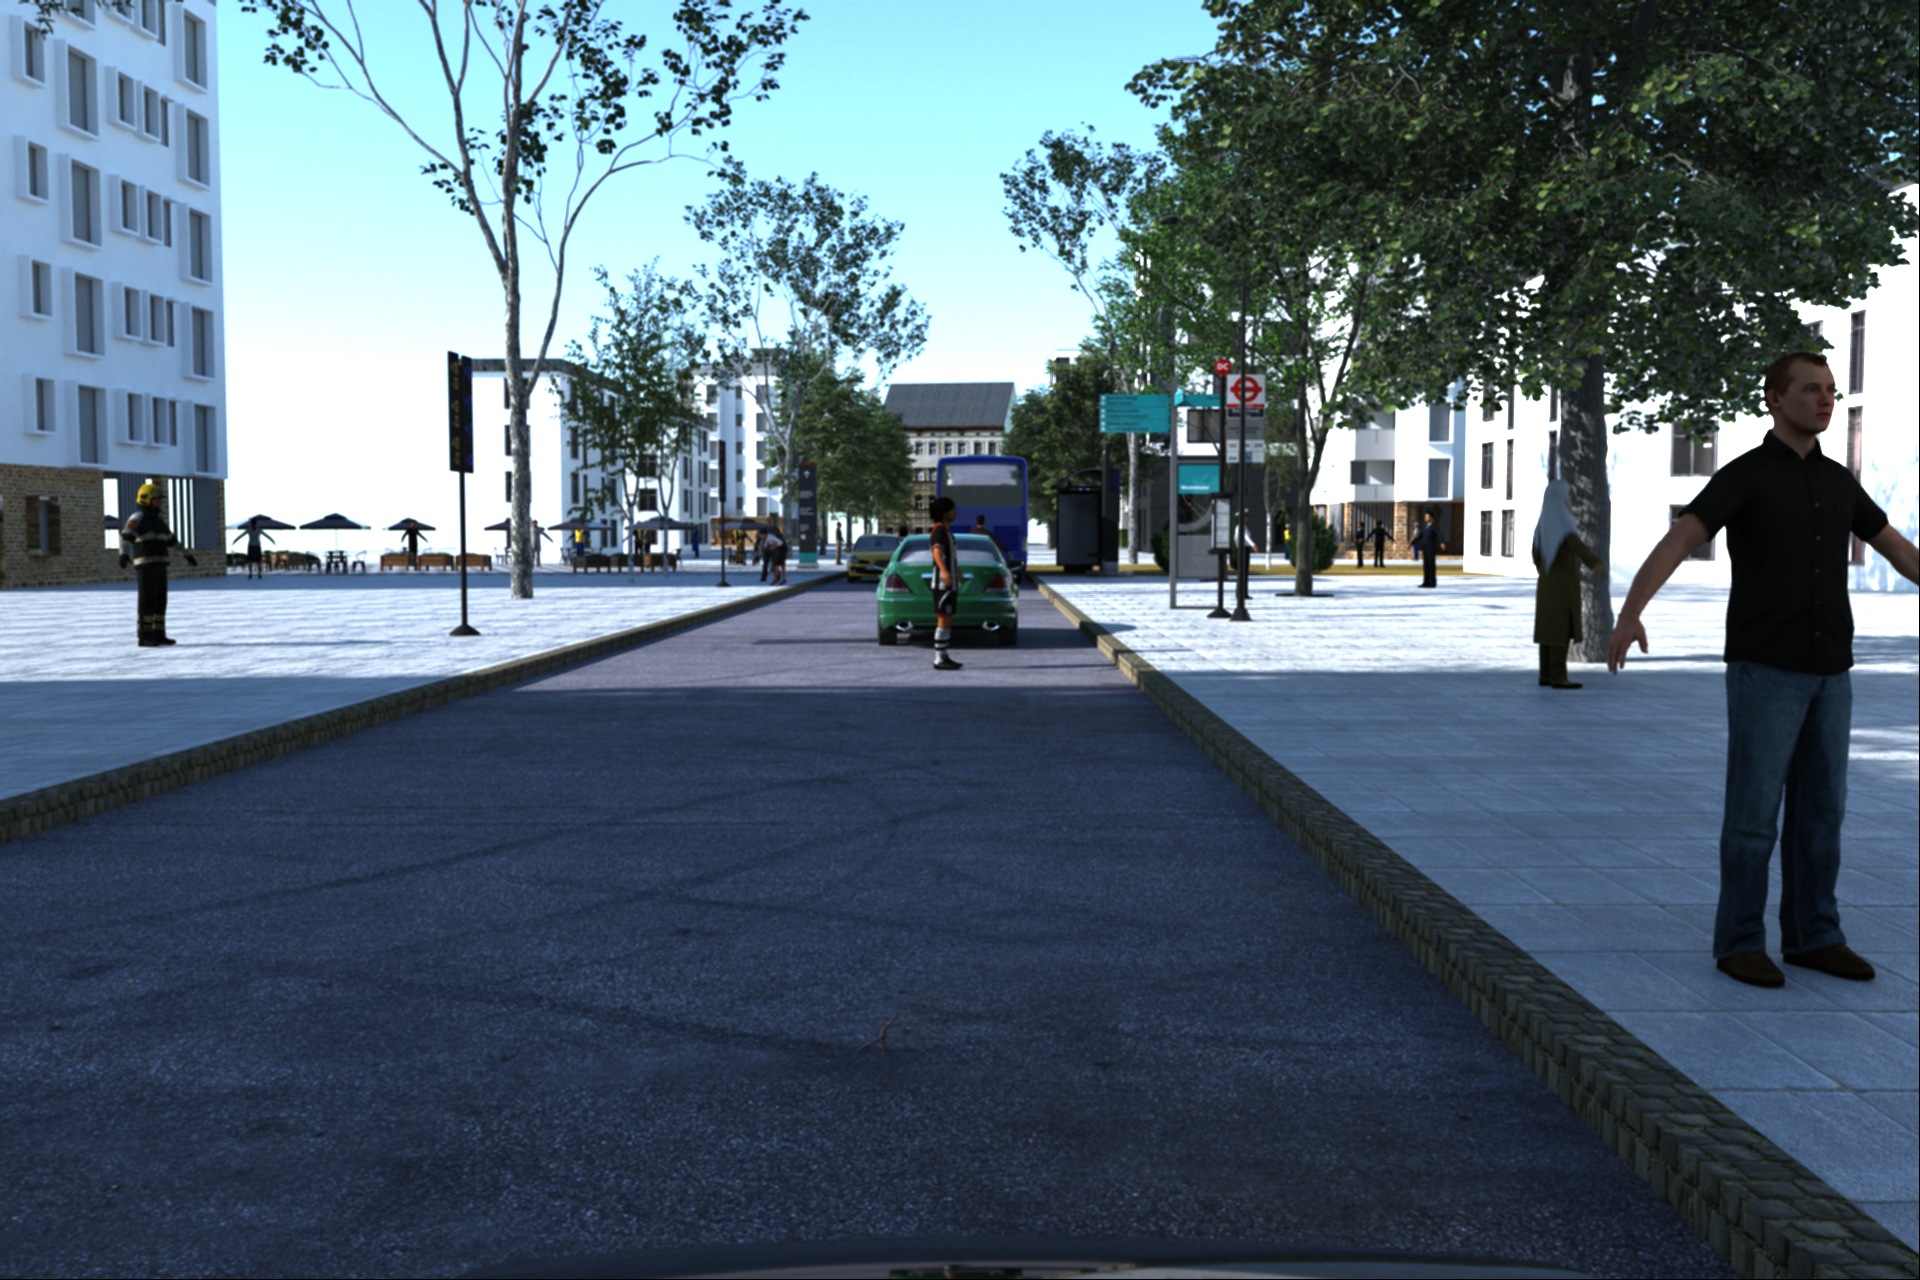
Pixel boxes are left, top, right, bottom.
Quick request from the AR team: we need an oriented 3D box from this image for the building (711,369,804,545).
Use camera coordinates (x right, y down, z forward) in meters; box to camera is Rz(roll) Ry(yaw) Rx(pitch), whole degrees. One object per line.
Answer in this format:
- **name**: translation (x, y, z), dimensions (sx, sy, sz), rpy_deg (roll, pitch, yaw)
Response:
- **building**: translation (-23.716, -20.655, 194.131), dimensions (16.016, 20.090, 11.380), rpy_deg (0, 4, 0)

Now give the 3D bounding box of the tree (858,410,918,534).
- **tree**: translation (-7.205, -14.676, 158.071), dimensions (7.486, 12.596, 7.792), rpy_deg (0, 3, 0)

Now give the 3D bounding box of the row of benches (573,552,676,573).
- **row of benches**: translation (-11.246, -2.639, 58.606), dimensions (1.422, 0.672, 4.104), rpy_deg (3, 5, 39)

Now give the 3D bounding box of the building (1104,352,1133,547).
- **building**: translation (24.078, -18.898, 175.433), dimensions (16.747, 18.905, 31.486), rpy_deg (0, 4, 1)

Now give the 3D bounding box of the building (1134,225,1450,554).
- **building**: translation (26.655, -17.431, 128.972), dimensions (27.936, 21.610, 32.646), rpy_deg (0, 4, 1)

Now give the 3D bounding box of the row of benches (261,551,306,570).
- **row of benches**: translation (-24.744, -2.919, 63.195), dimensions (1.422, 0.672, 4.104), rpy_deg (-3, 4, -36)

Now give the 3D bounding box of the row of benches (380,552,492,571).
- **row of benches**: translation (-18.321, -2.741, 60.284), dimensions (4.104, 0.672, 1.422), rpy_deg (1, 4, 13)

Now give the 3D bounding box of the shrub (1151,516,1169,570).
- **shrub**: translation (7.434, -3.407, 60.127), dimensions (1.690, 2.028, 1.600), rpy_deg (0, 3, 0)

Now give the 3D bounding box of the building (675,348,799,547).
- **building**: translation (-22.915, -19.598, 176.847), dimensions (16.016, 20.090, 11.380), rpy_deg (0, 4, 2)

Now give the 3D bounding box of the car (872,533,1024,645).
- **car**: translation (-0.166, -0.730, 23.738), dimensions (2.131, 1.459, 4.920), rpy_deg (0, 4, 0)

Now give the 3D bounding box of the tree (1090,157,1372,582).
- **tree**: translation (7.204, -7.374, 46.320), dimensions (9.928, 11.665, 9.643), rpy_deg (0, 3, 0)

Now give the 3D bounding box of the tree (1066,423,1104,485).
- **tree**: translation (7.853, -9.847, 111.363), dimensions (4.360, 8.622, 3.978), rpy_deg (0, 3, 0)

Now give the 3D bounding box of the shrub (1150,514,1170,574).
- **shrub**: translation (6.829, -3.059, 54.053), dimensions (1.661, 2.075, 1.752), rpy_deg (0, 3, 0)

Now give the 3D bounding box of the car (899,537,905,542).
- **car**: translation (-1.906, -2.901, 60.007), dimensions (1.945, 1.354, 3.894), rpy_deg (0, 4, 0)

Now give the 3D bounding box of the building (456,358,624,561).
- **building**: translation (-23.257, -9.469, 96.958), dimensions (9.099, 9.664, 28.070), rpy_deg (0, 4, 1)

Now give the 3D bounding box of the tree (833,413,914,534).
- **tree**: translation (-7.809, -13.580, 147.793), dimensions (9.928, 11.665, 9.643), rpy_deg (0, 3, 0)

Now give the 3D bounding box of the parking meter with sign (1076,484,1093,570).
- **parking meter with sign**: translation (4.358, -3.894, 59.929), dimensions (0.543, 3.016, 1.738), rpy_deg (0, 4, -1)

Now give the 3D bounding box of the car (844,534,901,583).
- **car**: translation (-2.458, -2.569, 52.228), dimensions (2.015, 1.641, 3.980), rpy_deg (0, 4, 1)

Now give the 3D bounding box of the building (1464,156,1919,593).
- **building**: translation (21.748, -6.329, 45.628), dimensions (9.099, 9.664, 28.070), rpy_deg (0, 4, 0)

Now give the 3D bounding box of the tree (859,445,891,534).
- **tree**: translation (-7.029, -11.679, 141.319), dimensions (4.360, 8.622, 3.978), rpy_deg (0, 3, 0)

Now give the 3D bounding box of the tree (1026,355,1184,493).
- **tree**: translation (7.495, -9.496, 89.668), dimensions (8.767, 10.594, 7.601), rpy_deg (0, 4, 8)

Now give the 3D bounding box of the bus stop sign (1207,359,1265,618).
- **bus stop sign**: translation (4.216, -2.309, 26.450), dimensions (0.855, 3.939, 0.416), rpy_deg (0, 4, 1)

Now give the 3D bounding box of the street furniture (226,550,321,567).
- **street furniture**: translation (-29.545, -3.403, 71.261), dimensions (5.734, 0.657, 10.072), rpy_deg (-1, 4, -14)

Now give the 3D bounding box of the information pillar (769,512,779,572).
- **information pillar**: translation (-6.325, -3.329, 58.923), dimensions (0.304, 2.012, 0.304), rpy_deg (0, 4, 1)

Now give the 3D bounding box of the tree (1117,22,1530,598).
- **tree**: translation (7.235, -6.700, 35.302), dimensions (9.928, 11.665, 9.643), rpy_deg (0, 3, 0)

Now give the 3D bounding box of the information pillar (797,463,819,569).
- **information pillar**: translation (-5.585, -4.542, 63.637), dimensions (0.750, 3.857, 0.750), rpy_deg (0, 3, 0)

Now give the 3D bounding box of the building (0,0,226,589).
- **building**: translation (-27.465, -11.186, 39.314), dimensions (16.016, 20.090, 11.380), rpy_deg (0, 4, 1)

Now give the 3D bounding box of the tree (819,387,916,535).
- **tree**: translation (-7.236, -13.189, 133.759), dimensions (7.486, 12.596, 7.792), rpy_deg (0, 3, 0)

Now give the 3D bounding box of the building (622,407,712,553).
- **building**: translation (-22.924, -11.401, 128.549), dimensions (9.099, 9.664, 28.070), rpy_deg (0, 4, 0)

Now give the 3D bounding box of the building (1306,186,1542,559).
- **building**: translation (25.018, -14.886, 99.809), dimensions (16.016, 20.090, 11.380), rpy_deg (0, 4, 0)

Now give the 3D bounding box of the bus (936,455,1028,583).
- **bus**: translation (0.660, -3.773, 53.242), dimensions (2.896, 3.916, 12.251), rpy_deg (0, 4, 1)

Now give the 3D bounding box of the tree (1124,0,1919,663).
- **tree**: translation (6.291, -6.751, 17.041), dimensions (9.857, 13.997, 8.962), rpy_deg (0, 3, 0)

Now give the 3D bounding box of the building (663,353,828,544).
- **building**: translation (-26.891, -23.694, 218.332), dimensions (19.493, 23.208, 18.063), rpy_deg (0, 4, 2)

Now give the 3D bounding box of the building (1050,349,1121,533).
- **building**: translation (24.582, -22.257, 207.881), dimensions (27.936, 21.610, 32.646), rpy_deg (0, 4, 0)

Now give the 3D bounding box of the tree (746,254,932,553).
- **tree**: translation (-9.117, -16.091, 118.973), dimensions (12.611, 20.169, 13.585), rpy_deg (0, 3, 0)

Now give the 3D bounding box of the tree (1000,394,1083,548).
- **tree**: translation (8.515, -15.299, 156.800), dimensions (9.857, 13.997, 8.962), rpy_deg (0, 3, 0)

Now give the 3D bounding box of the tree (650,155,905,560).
- **tree**: translation (-9.225, -14.132, 86.955), dimensions (12.611, 20.169, 13.585), rpy_deg (0, 3, 0)

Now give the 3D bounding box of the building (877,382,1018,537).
- **building**: translation (-1.128, -25.462, 249.682), dimensions (18.063, 23.208, 19.493), rpy_deg (1, 4, 10)

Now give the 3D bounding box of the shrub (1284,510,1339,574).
- **shrub**: translation (11.232, -3.134, 55.287), dimensions (1.661, 2.075, 1.752), rpy_deg (0, 3, 0)

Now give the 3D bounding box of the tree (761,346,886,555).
- **tree**: translation (-8.400, -11.454, 105.396), dimensions (7.486, 12.596, 7.792), rpy_deg (0, 3, 0)
